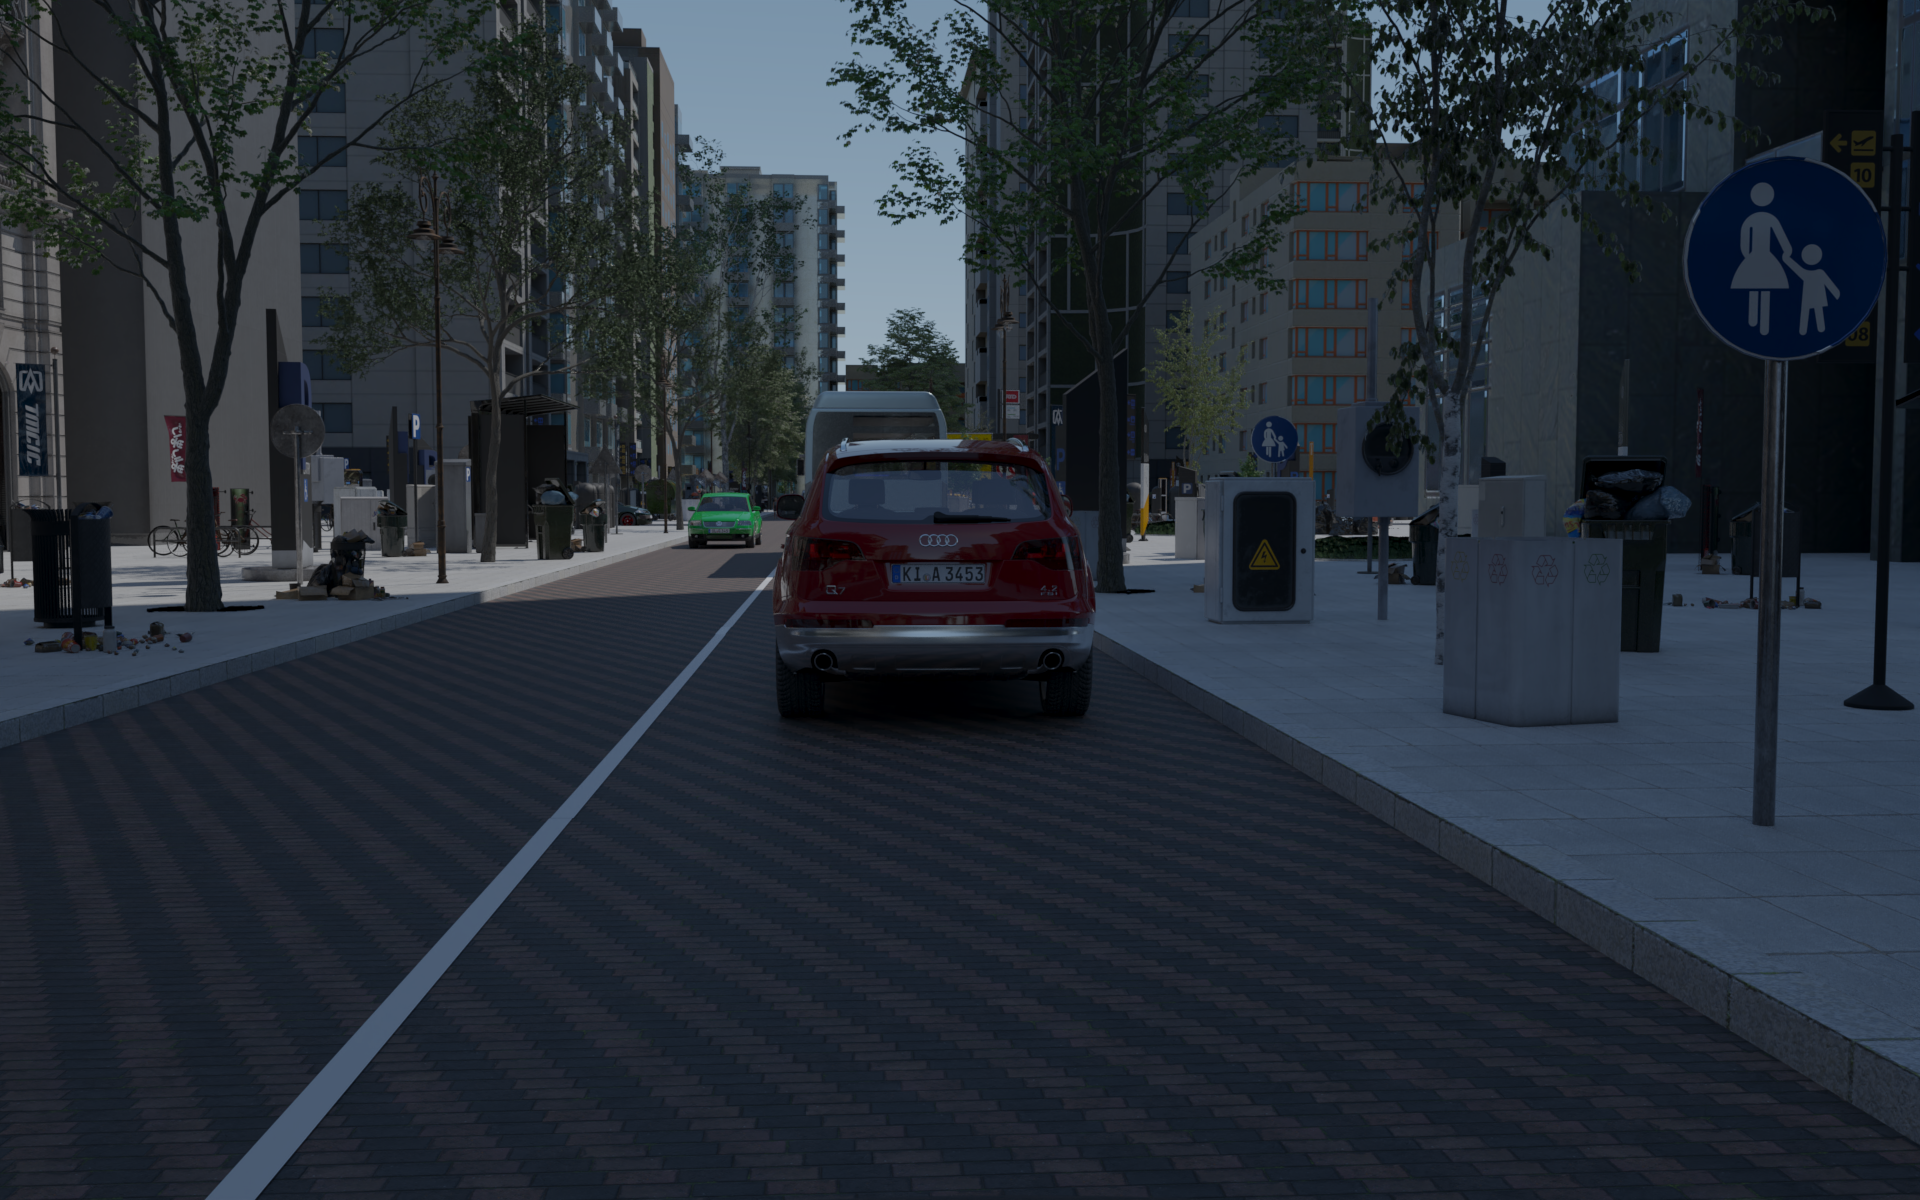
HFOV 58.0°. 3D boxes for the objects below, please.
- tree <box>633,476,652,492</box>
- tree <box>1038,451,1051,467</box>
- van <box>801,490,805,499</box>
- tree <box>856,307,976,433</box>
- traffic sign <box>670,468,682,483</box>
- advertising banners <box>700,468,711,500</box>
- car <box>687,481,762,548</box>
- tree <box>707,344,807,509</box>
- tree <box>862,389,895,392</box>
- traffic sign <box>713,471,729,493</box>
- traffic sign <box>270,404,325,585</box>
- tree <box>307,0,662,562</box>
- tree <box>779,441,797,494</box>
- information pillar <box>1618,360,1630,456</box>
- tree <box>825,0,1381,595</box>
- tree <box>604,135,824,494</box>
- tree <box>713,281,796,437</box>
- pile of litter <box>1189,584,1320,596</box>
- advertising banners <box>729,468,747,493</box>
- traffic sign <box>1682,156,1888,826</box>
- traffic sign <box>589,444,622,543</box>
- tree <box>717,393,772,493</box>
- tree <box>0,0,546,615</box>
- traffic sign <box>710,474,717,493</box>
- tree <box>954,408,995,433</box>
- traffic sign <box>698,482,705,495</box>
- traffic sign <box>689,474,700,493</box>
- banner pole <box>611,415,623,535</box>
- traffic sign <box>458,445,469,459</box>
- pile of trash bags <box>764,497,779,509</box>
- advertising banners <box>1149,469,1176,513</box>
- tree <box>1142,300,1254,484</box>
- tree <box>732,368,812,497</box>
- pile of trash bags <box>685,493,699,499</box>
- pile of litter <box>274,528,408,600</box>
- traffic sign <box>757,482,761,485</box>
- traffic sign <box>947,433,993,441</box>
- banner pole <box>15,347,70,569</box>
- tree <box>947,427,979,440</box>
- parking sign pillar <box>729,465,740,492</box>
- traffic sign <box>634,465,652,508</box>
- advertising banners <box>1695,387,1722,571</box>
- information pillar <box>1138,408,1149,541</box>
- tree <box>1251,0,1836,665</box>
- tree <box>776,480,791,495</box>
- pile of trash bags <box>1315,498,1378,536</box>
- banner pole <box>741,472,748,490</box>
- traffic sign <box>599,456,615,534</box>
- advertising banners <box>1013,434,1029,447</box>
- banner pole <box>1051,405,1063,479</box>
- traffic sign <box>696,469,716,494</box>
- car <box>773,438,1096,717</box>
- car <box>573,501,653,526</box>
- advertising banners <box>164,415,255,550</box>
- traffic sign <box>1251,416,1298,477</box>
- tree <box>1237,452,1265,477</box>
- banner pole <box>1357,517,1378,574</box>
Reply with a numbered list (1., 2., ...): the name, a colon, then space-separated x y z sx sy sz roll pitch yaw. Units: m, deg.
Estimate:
1. tree: -23.981 -8.416 132.206 1.663 3.219 1.824 0 3 0
2. tree: 3.605 -5.145 78.724 1.663 3.219 1.824 0 3 0
3. van: -13.636 -9.159 156.753 2.013 2.044 4.112 0 4 -4
4. tree: -2.743 -11.471 105.680 7.486 12.596 7.792 0 3 0
5. traffic sign: -14.334 -5.292 86.525 0.884 2.594 0.081 0 4 -3
6. advertising banners: -16.631 -7.189 113.731 0.090 3.025 2.074 1 4 14
7. car: -6.401 -2.359 47.365 1.959 1.807 4.718 0 4 -3
8. tree: -15.293 -13.002 130.709 7.486 12.596 7.792 0 3 0
9. tree: -5.846 -12.654 141.301 8.767 10.594 7.601 0 4 3
10. traffic sign: -10.512 -4.422 75.945 0.795 2.450 0.064 0 4 -4
11. traffic sign: -9.345 -1.489 24.449 0.768 2.556 0.104 0 4 -2
12. tree: -8.544 -5.988 32.318 7.601 10.594 8.767 -1 4 -9
13. tree: -18.594 -14.266 183.618 4.737 8.622 4.395 0 3 0
14. information pillar: 11.662 -2.393 30.476 0.183 3.616 0.504 1 4 12
15. tree: 1.819 -5.905 22.300 9.928 11.665 9.643 0 3 0
16. tree: -14.027 -14.594 94.499 12.611 20.169 13.585 0 3 0
17. tree: -9.957 -7.788 61.754 8.767 10.594 7.601 0 4 -1
18. pile of litter: 3.757 -0.514 22.365 1.176 0.858 1.719 -2 4 -33
19. advertising banners: -14.700 -7.207 114.019 0.090 3.025 2.074 2 4 35
20. traffic sign: 3.121 -0.400 6.648 0.768 2.556 0.104 0 4 1
21. traffic sign: -9.279 -2.772 45.334 0.884 2.594 0.081 0 4 1
22. tree: -14.966 -10.500 122.036 4.360 8.622 3.978 0 3 0
23. tree: -8.244 -5.693 18.838 9.928 11.665 9.643 0 3 0
24. traffic sign: -15.415 -6.642 108.694 0.768 2.556 0.104 0 4 3
25. tree: 1.281 -11.902 144.965 4.360 8.622 3.978 0 3 0
26. traffic sign: -15.830 -6.544 107.100 0.768 2.556 0.104 0 4 -1
27. traffic sign: -17.022 -6.807 111.395 0.768 2.556 0.104 0 4 2
28. banner pole: -10.834 -3.962 54.788 0.401 3.779 0.863 -1 4 -22
29. traffic sign: -12.388 -2.687 44.038 0.768 2.556 0.104 0 4 3
30. pile of trash bags: -17.085 -8.499 148.712 3.447 1.369 1.912 -1 4 -9
31. advertising banners: 13.769 -7.437 117.785 2.074 3.025 0.090 1 4 22
32. tree: 9.065 -7.108 66.578 4.737 8.622 4.395 0 3 0
33. tree: -18.381 -16.125 170.299 9.857 13.997 8.962 0 3 0
34. pile of trash bags: -14.796 -5.386 97.817 1.912 1.369 3.447 -1 4 -17
35. pile of litter: -7.605 -0.443 21.209 1.719 0.858 1.176 2 4 31
36. traffic sign: -16.280 -8.486 139.928 0.795 2.450 0.064 0 4 2
37. traffic sign: -0.038 -3.888 57.443 2.265 3.308 0.079 0 4 5
38. banner pole: -15.547 -2.408 29.383 0.401 3.779 0.863 3 5 43
39. tree: 0.204 -3.381 49.886 1.663 3.219 1.824 0 3 0
40. parking sign pillar: -18.225 -9.157 138.194 1.447 3.967 1.447 -1 4 -18
41. traffic sign: -13.692 -4.567 74.778 0.768 2.556 0.104 0 4 6
42. advertising banners: 12.577 -2.016 29.151 0.090 3.025 2.074 2 4 34
43. information pillar: 5.027 -3.412 47.144 0.183 3.616 0.504 1 4 23
44. tree: 3.876 -3.824 12.891 4.360 8.622 3.978 0 3 0
45. tree: -20.356 -12.611 200.789 1.663 3.219 1.824 0 3 0
46. pile of trash bags: 12.267 -2.701 53.918 1.912 1.369 3.447 -1 4 -15
47. banner pole: -17.356 -9.166 139.887 0.863 3.779 0.401 -3 5 -43
48. traffic sign: -11.377 -3.419 56.004 0.768 2.556 0.104 0 4 -4
49. advertising banners: 2.429 -3.312 50.347 2.074 3.025 0.090 2 4 33
50. banner pole: 2.560 -3.238 42.966 0.863 3.779 0.401 -3 4 -38
51. traffic sign: -9.971 -3.935 67.978 0.795 2.450 0.064 0 4 -4
52. car: -0.240 -0.246 12.693 2.281 1.827 5.304 0 4 -3
53. car: -14.974 -3.822 72.271 4.222 1.686 2.009 0 4 -2
54. advertising banners: -16.974 -2.630 39.185 0.090 3.025 2.074 3 4 37
55. traffic sign: 5.110 -1.720 28.227 0.768 2.556 0.104 0 4 1
56. tree: 13.021 -5.159 78.944 1.663 3.219 1.824 0 3 0
57. banner pole: 6.682 -2.326 28.054 0.401 3.779 0.863 1 4 19
